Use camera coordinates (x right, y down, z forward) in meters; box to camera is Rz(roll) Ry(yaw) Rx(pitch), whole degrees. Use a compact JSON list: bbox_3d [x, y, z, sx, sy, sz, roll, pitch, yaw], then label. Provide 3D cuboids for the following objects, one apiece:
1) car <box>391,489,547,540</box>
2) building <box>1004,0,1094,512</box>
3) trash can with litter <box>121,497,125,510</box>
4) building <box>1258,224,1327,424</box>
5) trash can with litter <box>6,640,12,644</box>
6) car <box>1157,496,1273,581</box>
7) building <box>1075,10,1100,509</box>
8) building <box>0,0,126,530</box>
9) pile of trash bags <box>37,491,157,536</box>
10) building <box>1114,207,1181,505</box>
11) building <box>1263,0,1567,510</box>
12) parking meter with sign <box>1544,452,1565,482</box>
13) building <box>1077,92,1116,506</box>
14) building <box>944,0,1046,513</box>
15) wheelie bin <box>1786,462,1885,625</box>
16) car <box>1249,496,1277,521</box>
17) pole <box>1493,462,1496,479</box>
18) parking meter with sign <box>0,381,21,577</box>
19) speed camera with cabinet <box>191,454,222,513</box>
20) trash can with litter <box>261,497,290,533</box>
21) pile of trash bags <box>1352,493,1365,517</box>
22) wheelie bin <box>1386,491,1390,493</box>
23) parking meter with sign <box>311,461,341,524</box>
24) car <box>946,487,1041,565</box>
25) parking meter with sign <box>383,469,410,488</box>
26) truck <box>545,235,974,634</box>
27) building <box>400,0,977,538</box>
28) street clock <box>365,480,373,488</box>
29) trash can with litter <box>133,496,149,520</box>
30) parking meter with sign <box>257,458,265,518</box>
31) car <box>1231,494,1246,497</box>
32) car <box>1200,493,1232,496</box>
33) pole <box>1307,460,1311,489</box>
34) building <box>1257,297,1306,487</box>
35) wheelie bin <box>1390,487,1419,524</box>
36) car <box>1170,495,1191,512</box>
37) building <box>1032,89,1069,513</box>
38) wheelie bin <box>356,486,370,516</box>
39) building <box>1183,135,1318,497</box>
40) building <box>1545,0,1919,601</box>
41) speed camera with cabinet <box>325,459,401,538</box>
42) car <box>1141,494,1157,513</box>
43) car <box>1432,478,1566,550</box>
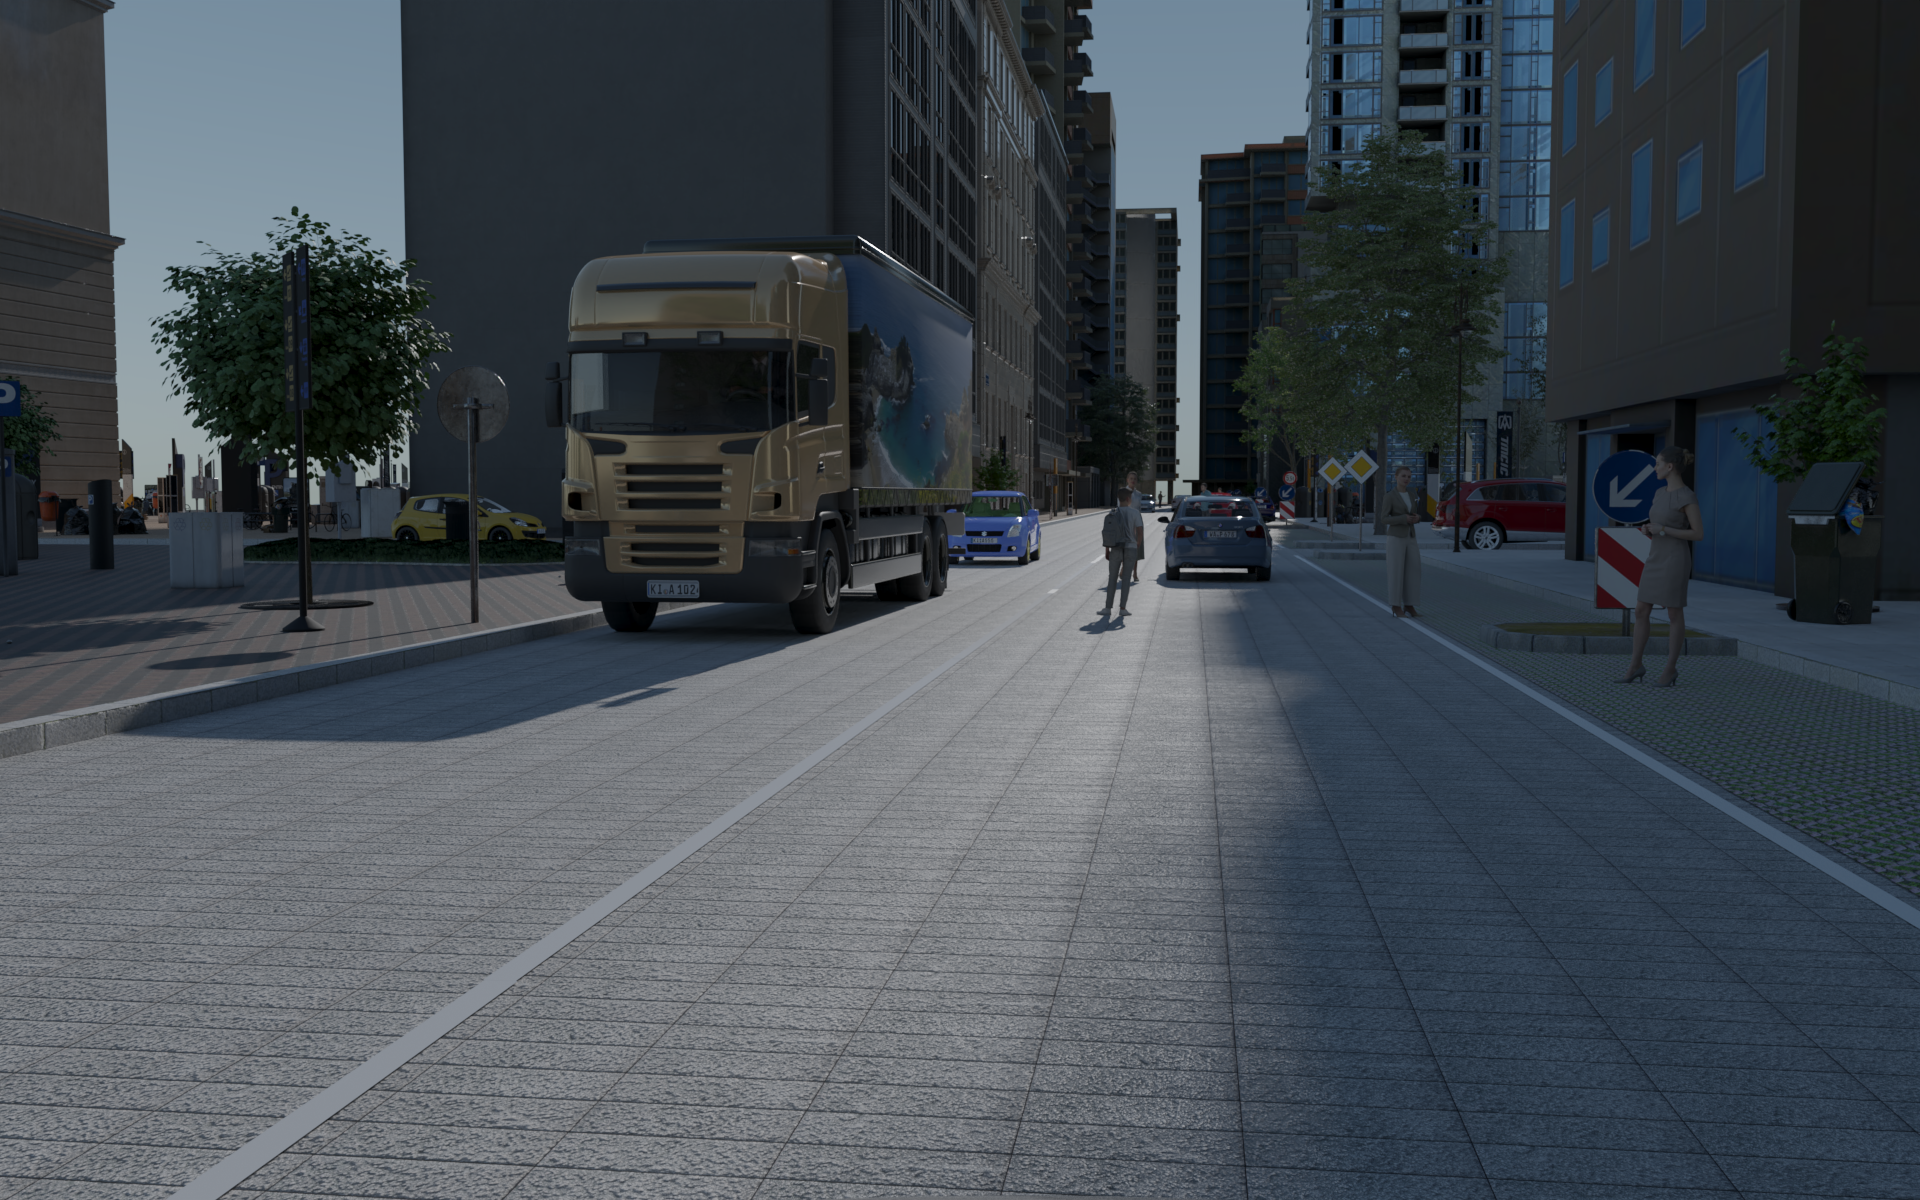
[{"bbox_3d":[-12.953,-2.177,45.822,3.980,1.641,2.015,1,4,9],"label":"car"},{"bbox_3d":[-0.900,-29.579,138.233,22.147,44.769,28.867,0,4,8],"label":"building"},{"bbox_3d":[-34.672,-3.627,70.691,1.055,1.170,0.624,-1,4,-19],"label":"trash can with litter"},{"bbox_3d":[39.230,-25.371,186.509,14.160,30.474,14.107,0,4,8],"label":"building"},{"bbox_3d":[-9.224,-0.255,15.228,1.678,1.210,2.233,-2,4,-24],"label":"trash can with litter"},{"bbox_3d":[4.427,-1.100,29.991,2.014,1.417,4.499,0,4,6],"label":"car"},{"bbox_3d":[2.814,-44.321,162.892,20.563,71.187,20.611,0,4,8],"label":"building"},{"bbox_3d":[-42.367,-16.770,60.087,20.117,28.700,13.634,0,4,8],"label":"building"},{"bbox_3d":[-27.300,-2.717,54.170,1.912,1.369,3.447,1,4,19],"label":"pile of trash bags"},{"bbox_3d":[16.192,-32.456,222.538,23.993,40.220,32.217,0,4,8],"label":"building"},{"bbox_3d":[35.774,-50.200,133.448,22.319,86.520,31.000,0,4,8],"label":"building"},{"bbox_3d":[24.531,-4.609,71.619,1.738,3.016,0.543,-2,4,-28],"label":"parking meter with sign"},{"bbox_3d":[9.667,-33.059,190.625,14.200,45.320,14.600,0,4,8],"label":"building"},{"bbox_3d":[-3.039,-17.609,85.162,12.463,27.353,25.104,0,4,8],"label":"building"},{"bbox_3d":[8.718,-0.573,17.277,0.693,1.594,0.980,-1,4,-18],"label":"wheelie bin"},{"bbox_3d":[15.903,-4.867,92.161,1.945,1.354,3.894,1,4,9],"label":"car"},{"bbox_3d":[34.292,-7.170,111.079,0.158,3.312,0.155,0,3,0],"label":"pole"},{"bbox_3d":[-15.168,-1.904,27.393,0.543,3.016,1.738,-2,4,-31],"label":"parking meter with sign"},{"bbox_3d":[-37.221,-5.633,86.428,2.038,3.252,0.660,-2,4,-30],"label":"speed camera with cabinet"},{"bbox_3d":[-22.601,-2.794,57.064,1.055,1.170,0.624,2,4,25],"label":"trash can with litter"},{"bbox_3d":[22.875,-5.397,97.992,1.912,1.369,3.447,-1,4,-11],"label":"pile of trash bags"},{"bbox_3d":[27.695,-6.326,111.332,0.693,1.594,0.980,1,4,22],"label":"wheelie bin"},{"bbox_3d":[-26.741,-4.719,73.415,1.738,3.016,0.543,1,4,21],"label":"parking meter with sign"},{"bbox_3d":[0.731,-1.634,36.309,1.945,1.707,3.694,0,4,8],"label":"car"},{"bbox_3d":[-38.470,-7.434,117.802,1.738,3.016,0.543,1,4,18],"label":"parking meter with sign"},{"bbox_3d":[-1.912,-1.976,21.214,2.839,4.237,11.283,1,4,9],"label":"truck"},{"bbox_3d":[-7.661,-16.362,61.032,14.314,27.812,24.014,0,4,8],"label":"building"},{"bbox_3d":[-30.250,-5.143,88.651,0.358,2.002,0.471,-3,5,-39],"label":"street clock"},{"bbox_3d":[-40.433,-4.516,85.217,0.624,1.170,1.055,0,4,1],"label":"trash can with litter"},{"bbox_3d":[-30.232,-4.715,73.358,1.738,3.016,0.543,2,4,27],"label":"parking meter with sign"},{"bbox_3d":[21.705,-7.688,135.489,2.009,1.686,4.222,0,4,8],"label":"car"},{"bbox_3d":[10.415,-3.763,70.559,2.155,1.783,4.494,1,4,9],"label":"car"},{"bbox_3d":[20.697,-6.657,102.681,0.158,3.312,0.155,0,3,0],"label":"pole"},{"bbox_3d":[42.846,-19.548,164.650,27.650,21.520,28.899,0,4,8],"label":"building"},{"bbox_3d":[19.256,-4.077,74.574,0.980,1.594,0.693,-1,4,-16],"label":"wheelie bin"},{"bbox_3d":[18.407,-7.998,143.126,2.083,1.381,4.827,0,4,8],"label":"car"},{"bbox_3d":[-1.073,-19.342,109.756,14.314,27.812,24.014,0,4,8],"label":"building"},{"bbox_3d":[-23.157,-3.619,67.084,0.693,1.594,0.980,2,4,32],"label":"wheelie bin"},{"bbox_3d":[42.296,-34.233,214.326,28.867,44.769,22.147,0,4,8],"label":"building"},{"bbox_3d":[17.526,-22.945,25.263,14.600,45.320,14.200,0,4,8],"label":"building"},{"bbox_3d":[-17.300,-3.416,50.194,0.660,3.252,2.038,3,5,44],"label":"speed camera with cabinet"},{"bbox_3d":[14.096,-7.394,132.887,2.014,1.417,4.499,0,4,6],"label":"car"},{"bbox_3d":[14.180,-2.034,41.933,5.304,1.827,2.281,1,4,10],"label":"car"}]
